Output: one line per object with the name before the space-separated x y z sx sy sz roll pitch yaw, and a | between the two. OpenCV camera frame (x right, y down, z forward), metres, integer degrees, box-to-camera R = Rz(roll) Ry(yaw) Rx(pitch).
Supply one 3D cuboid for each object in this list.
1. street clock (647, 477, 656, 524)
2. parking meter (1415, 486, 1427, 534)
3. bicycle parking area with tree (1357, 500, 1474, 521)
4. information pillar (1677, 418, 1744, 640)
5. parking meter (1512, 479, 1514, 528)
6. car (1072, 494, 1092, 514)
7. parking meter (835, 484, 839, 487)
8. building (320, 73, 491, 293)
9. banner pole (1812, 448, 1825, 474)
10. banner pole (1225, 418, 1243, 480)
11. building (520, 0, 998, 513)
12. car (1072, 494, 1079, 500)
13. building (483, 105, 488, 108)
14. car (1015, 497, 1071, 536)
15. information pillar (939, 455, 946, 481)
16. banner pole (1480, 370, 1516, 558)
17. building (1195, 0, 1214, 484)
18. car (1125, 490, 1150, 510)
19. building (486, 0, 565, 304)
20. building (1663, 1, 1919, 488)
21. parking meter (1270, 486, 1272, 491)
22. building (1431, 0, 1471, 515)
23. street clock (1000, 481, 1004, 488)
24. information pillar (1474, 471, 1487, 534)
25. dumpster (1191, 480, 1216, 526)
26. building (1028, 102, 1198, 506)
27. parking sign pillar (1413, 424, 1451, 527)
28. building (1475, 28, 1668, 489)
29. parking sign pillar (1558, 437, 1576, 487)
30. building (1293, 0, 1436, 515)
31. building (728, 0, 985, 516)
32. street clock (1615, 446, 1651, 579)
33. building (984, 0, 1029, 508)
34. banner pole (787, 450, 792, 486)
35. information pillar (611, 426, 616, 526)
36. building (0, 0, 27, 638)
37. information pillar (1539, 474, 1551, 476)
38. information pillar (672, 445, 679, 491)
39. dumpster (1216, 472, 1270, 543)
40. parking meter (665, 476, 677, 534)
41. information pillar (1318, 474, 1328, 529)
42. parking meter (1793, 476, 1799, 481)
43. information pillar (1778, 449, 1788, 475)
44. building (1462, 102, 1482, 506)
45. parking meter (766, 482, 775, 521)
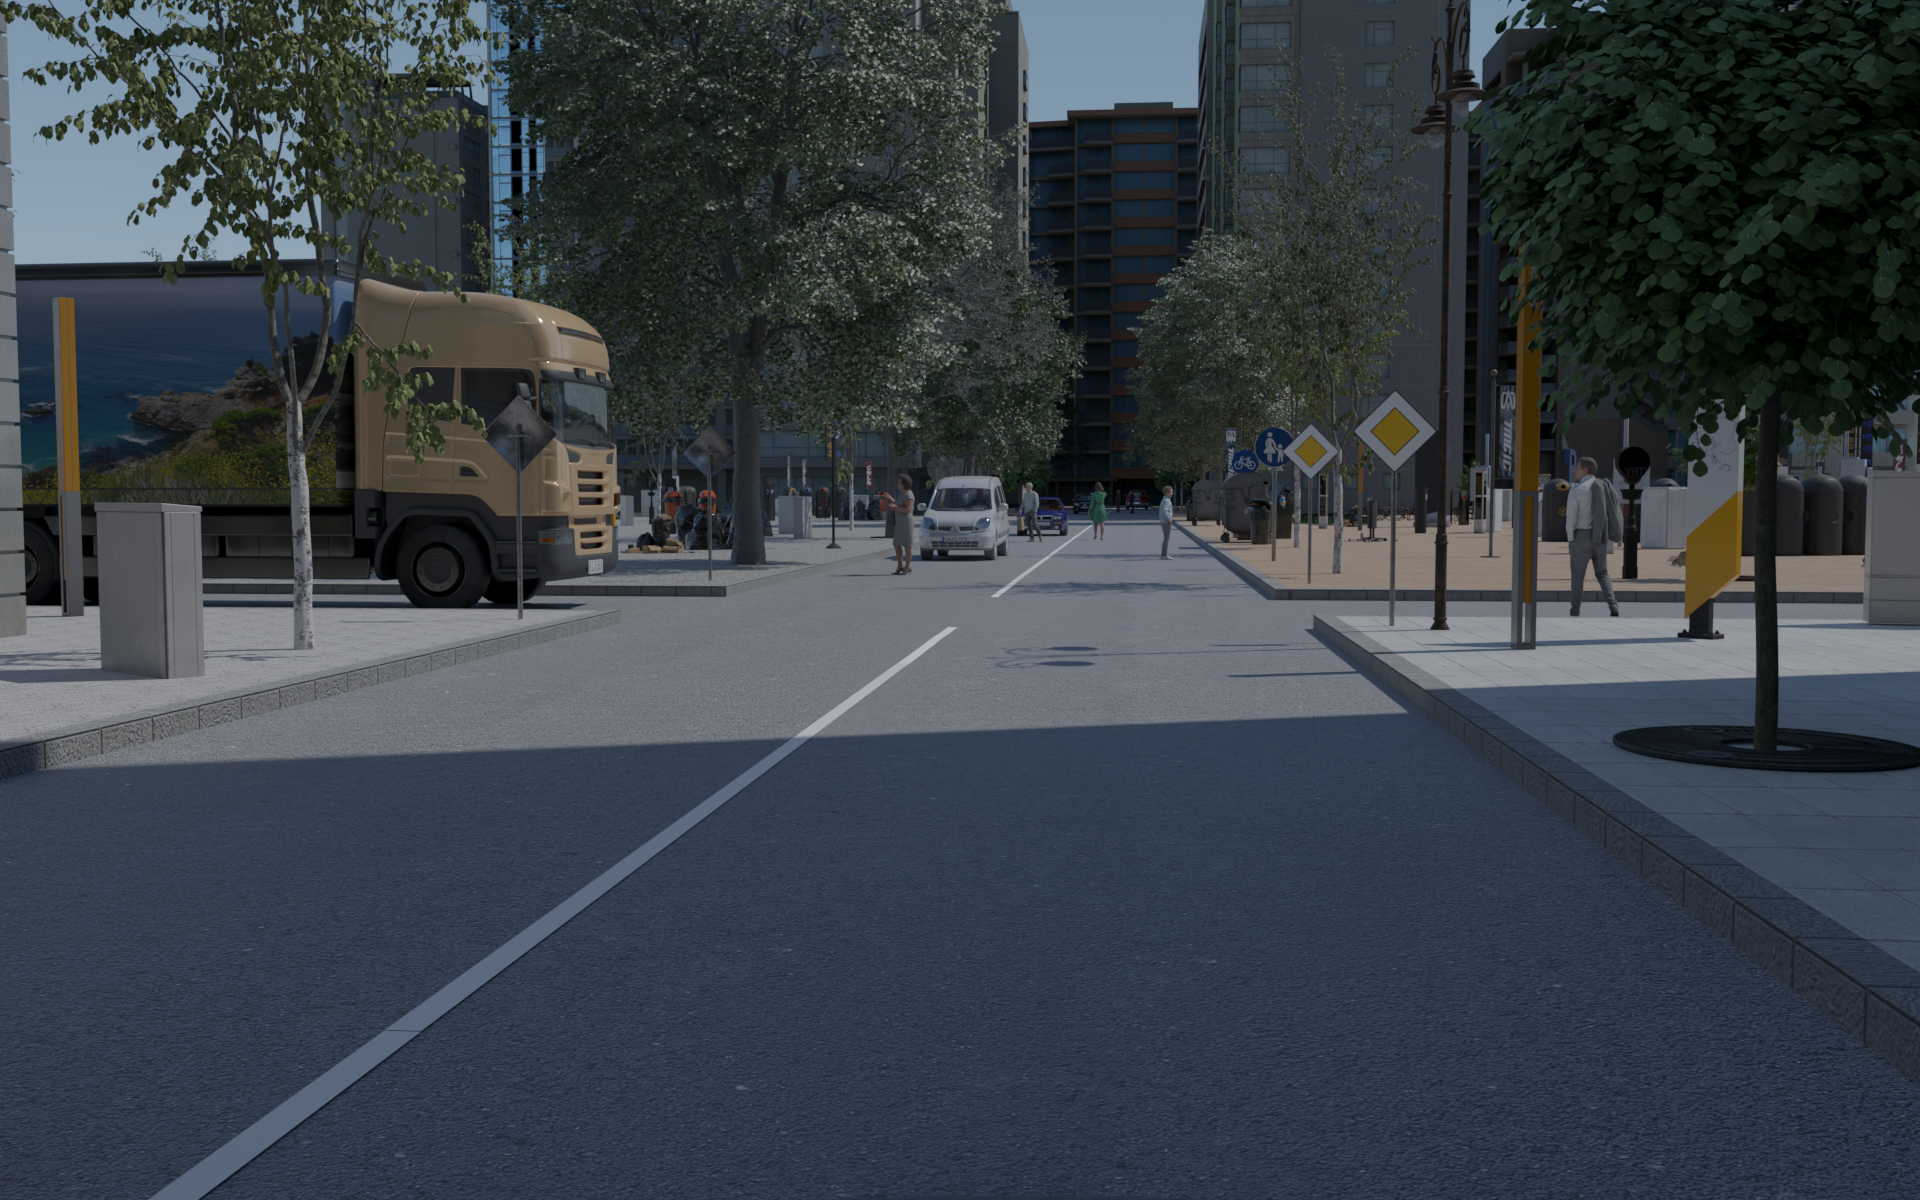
street clock | -13.024 -4.193 73.122 0.358 2.002 0.471 -2 4 -34
parking meter | 15.003 -2.934 56.380 0.372 1.533 0.369 0 3 0
bicycle parking area with tree | 23.187 -6.017 85.385 9.016 4.147 8.231 2 4 25
information pillar | 6.645 -1.461 15.247 0.183 3.616 0.504 -3 4 -36
parking meter | 20.923 -3.631 65.076 0.255 1.863 0.399 3 4 36
car | 9.028 -6.981 123.923 2.009 1.686 4.222 0 4 7
parking meter | -7.143 -5.728 99.368 0.399 1.863 0.255 -1 4 -11
building | -53.413 -29.846 171.571 14.086 41.232 14.154 0 4 6
banner pole | 46.061 -6.306 93.127 0.401 3.779 0.863 -3 5 -42
banner pole | 9.052 -4.103 57.093 0.863 3.779 0.401 -2 4 -30
building | -13.294 -26.665 127.856 32.217 40.220 23.993 0 4 6
car | 10.261 -8.094 142.561 2.015 1.641 3.980 0 4 5
building | -54.525 -33.610 199.642 14.200 45.320 14.600 0 4 6
car | 2.903 -2.932 60.512 1.945 1.354 3.894 0 4 4
information pillar | -0.923 -6.131 91.600 0.183 3.616 0.504 3 4 39
banner pole | 10.953 -2.754 35.047 0.863 3.779 0.401 -2 4 -25
building | 32.816 -32.724 158.745 21.300 48.544 21.600 0 4 6
car | 16.322 -9.229 159.561 2.281 1.827 5.304 0 4 6
building | -30.982 -52.062 163.886 31.000 86.520 22.319 0 4 6
building | 78.630 -32.673 153.812 30.456 49.044 23.786 0 4 6
parking meter | 9.244 -2.584 50.651 0.372 1.533 0.369 0 3 0
building | 24.911 -26.279 113.257 14.154 41.232 14.086 0 4 6
street clock | 2.203 -5.456 93.781 0.358 2.002 0.471 -1 4 -11
information pillar | 16.861 -3.157 56.104 0.304 2.012 0.304 3 5 41
dumpster | 10.008 -3.936 70.105 1.264 1.857 1.865 0 4 6
building | 19.991 -33.154 196.690 28.867 44.769 22.147 0 4 6
parking sign pillar | 18.337 -4.814 67.177 1.447 3.967 1.447 3 4 39
building | 56.932 -31.266 161.313 14.200 45.320 14.600 0 4 6
parking sign pillar | 26.205 -5.277 74.758 1.447 3.967 1.447 2 4 34
building | 26.133 -27.136 127.265 14.154 41.232 14.086 0 4 6
building | -6.005 -25.957 107.997 14.154 41.232 14.086 0 4 6
street clock | 10.166 -1.325 26.226 0.471 2.002 0.358 0 4 7
building | -4.692 -33.024 163.636 21.600 48.544 21.300 0 4 6
banner pole | -9.696 -6.637 98.529 0.401 3.779 0.863 -1 4 -22
information pillar | -7.784 -2.900 38.766 0.183 3.616 0.504 0 4 -5
building | -23.685 -14.281 10.989 29.804 29.767 11.434 0 4 6
information pillar | 21.572 -3.637 63.956 0.304 2.012 0.304 -1 4 -10
information pillar | -13.040 -5.387 79.438 0.183 3.616 0.504 -3 4 -38
dumpster | 7.574 -2.466 46.082 1.264 1.857 1.865 0 4 6
parking meter | -9.235 -3.040 55.422 0.399 1.863 0.255 -1 4 -8
information pillar | 13.409 -3.635 63.926 0.304 2.012 0.304 1 4 19
parking meter | 27.673 -3.176 57.637 0.255 1.863 0.399 -1 4 -9
information pillar | 24.633 -3.710 52.005 0.504 3.616 0.183 -1 4 -11
building | 62.983 -32.884 192.283 28.867 44.769 22.147 0 4 6
parking meter | -9.097 -4.740 83.212 0.399 1.863 0.255 -3 5 -40
